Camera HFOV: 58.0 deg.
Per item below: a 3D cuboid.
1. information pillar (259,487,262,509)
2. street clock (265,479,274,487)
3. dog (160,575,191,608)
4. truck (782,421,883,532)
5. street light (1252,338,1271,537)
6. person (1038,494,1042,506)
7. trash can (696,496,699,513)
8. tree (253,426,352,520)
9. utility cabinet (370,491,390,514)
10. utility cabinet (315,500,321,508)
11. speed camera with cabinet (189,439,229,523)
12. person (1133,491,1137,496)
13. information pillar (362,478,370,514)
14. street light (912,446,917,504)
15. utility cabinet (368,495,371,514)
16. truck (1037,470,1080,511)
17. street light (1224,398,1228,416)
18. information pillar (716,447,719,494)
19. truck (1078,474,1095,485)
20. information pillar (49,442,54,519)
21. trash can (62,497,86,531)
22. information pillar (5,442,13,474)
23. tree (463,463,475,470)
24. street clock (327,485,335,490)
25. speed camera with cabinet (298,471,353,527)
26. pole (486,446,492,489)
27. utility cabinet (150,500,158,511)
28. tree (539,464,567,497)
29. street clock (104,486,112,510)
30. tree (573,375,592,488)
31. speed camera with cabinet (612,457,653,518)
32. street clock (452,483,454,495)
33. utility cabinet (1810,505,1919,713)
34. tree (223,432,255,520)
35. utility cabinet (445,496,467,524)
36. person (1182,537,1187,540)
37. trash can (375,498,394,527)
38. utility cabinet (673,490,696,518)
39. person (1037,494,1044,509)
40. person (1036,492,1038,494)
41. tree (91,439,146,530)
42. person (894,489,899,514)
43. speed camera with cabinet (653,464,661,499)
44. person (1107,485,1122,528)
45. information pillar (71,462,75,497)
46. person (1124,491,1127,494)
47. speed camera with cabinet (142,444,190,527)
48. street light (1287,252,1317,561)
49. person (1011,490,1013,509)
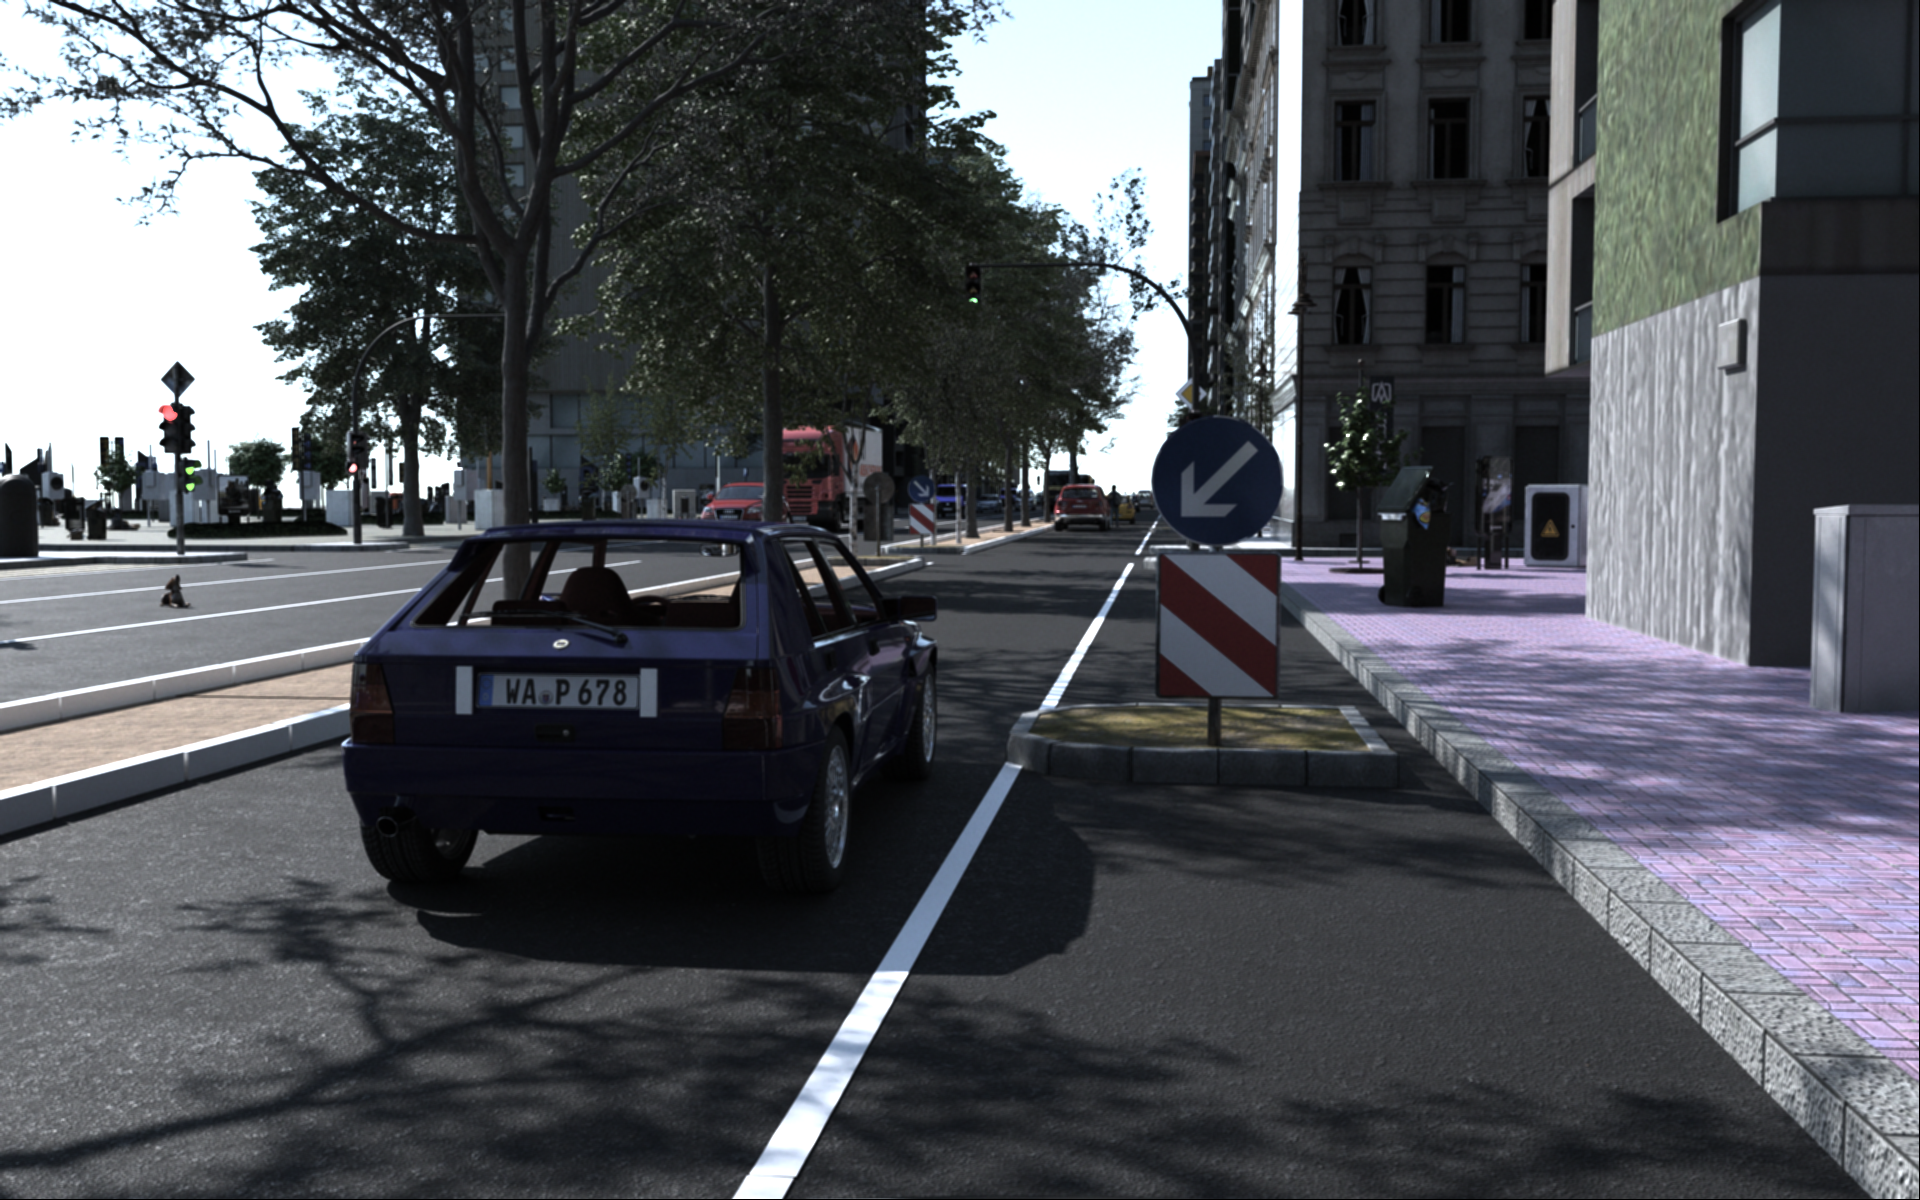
[{"bbox_3d":[-46.168,-7.518,114.279,0.183,3.616,0.504,-2,4,-31],"label":"information pillar"},{"bbox_3d":[-33.691,-4.891,84.540,0.358,2.002,0.471,0,4,3],"label":"street clock"},{"bbox_3d":[-9.976,-0.119,22.140,0.550,0.427,0.748,0,4,5],"label":"dog"},{"bbox_3d":[-5.232,-4.855,68.287,2.839,4.237,11.283,0,4,8],"label":"truck"},{"bbox_3d":[8.921,-4.806,51.360,0.468,5.910,1.993,0,4,7],"label":"street light"},{"bbox_3d":[9.670,-11.953,207.157,0.991,1.433,0.599,-3,5,-40],"label":"person"},{"bbox_3d":[-18.199,-6.520,118.252,0.748,1.137,0.748,0,3,0],"label":"trash can"},{"bbox_3d":[-28.933,-5.798,78.509,4.285,4.588,4.351,0,3,0],"label":"tree"},{"bbox_3d":[-36.944,-6.218,110.347,1.173,1.500,0.318,-1,4,-20],"label":"utility cabinet"},{"bbox_3d":[-40.709,-6.183,109.772,0.318,1.500,1.173,-1,4,-18],"label":"utility cabinet"},{"bbox_3d":[-27.388,-4.227,63.453,0.660,3.252,2.038,0,4,0],"label":"speed camera with cabinet"},{"bbox_3d":[22.940,-13.442,228.263,1.348,1.826,0.705,2,4,29],"label":"person"},{"bbox_3d":[-26.350,-4.425,76.836,0.304,2.012,0.304,-1,4,-20],"label":"information pillar"},{"bbox_3d":[-4.018,-11.060,153.626,0.468,5.910,1.993,0,4,7],"label":"street light"},{"bbox_3d":[-38.035,-6.165,111.951,0.306,1.237,1.020,0,4,3],"label":"utility cabinet"},{"bbox_3d":[8.237,-8.931,141.942,3.469,3.379,9.791,0,4,6],"label":"truck"},{"bbox_3d":[12.748,-6.756,83.245,0.468,5.910,1.993,0,4,7],"label":"street light"},{"bbox_3d":[-11.993,-5.771,85.714,0.183,3.616,0.504,0,4,2],"label":"information pillar"},{"bbox_3d":[11.625,-10.649,170.032,3.469,3.379,9.791,0,4,6],"label":"truck"},{"bbox_3d":[-40.604,-5.266,77.453,0.183,3.616,0.504,-1,4,-19],"label":"information pillar"},{"bbox_3d":[-30.632,-2.953,59.935,0.748,1.137,0.748,0,3,0],"label":"trash can"},{"bbox_3d":[-42.964,-5.316,78.275,0.183,3.616,0.504,0,4,-1],"label":"information pillar"},{"bbox_3d":[-30.148,-6.790,105.623,1.663,3.219,1.824,0,3,0],"label":"tree"},{"bbox_3d":[-41.410,-6.695,114.034,0.471,2.002,0.358,-2,4,-31],"label":"street clock"},{"bbox_3d":[-24.981,-4.526,68.336,2.038,3.252,0.660,0,4,2],"label":"speed camera with cabinet"},{"bbox_3d":[-19.906,-4.858,73.265,0.158,3.312,0.155,0,3,0],"label":"pole"},{"bbox_3d":[-44.580,-5.348,96.112,0.318,1.500,1.173,1,4,10],"label":"utility cabinet"},{"bbox_3d":[-25.769,-7.084,110.431,1.663,3.219,1.824,0,3,0],"label":"tree"},{"bbox_3d":[-45.290,-5.358,92.174,0.471,2.002,0.358,-3,5,-43],"label":"street clock"},{"bbox_3d":[-21.040,-9.290,102.258,4.737,8.622,4.395,0,3,0],"label":"tree"},{"bbox_3d":[-17.448,-5.964,91.839,0.660,3.252,2.038,3,5,42],"label":"speed camera with cabinet"},{"bbox_3d":[-33.419,-6.726,114.539,0.358,2.002,0.471,-2,4,-24],"label":"street clock"},{"bbox_3d":[5.628,0.048,10.382,1.020,1.237,0.306,-1,4,-14],"label":"utility cabinet"},{"bbox_3d":[-35.541,-6.367,87.814,4.285,4.588,4.351,0,3,0],"label":"tree"},{"bbox_3d":[-22.005,-3.942,75.617,0.306,1.237,1.020,2,4,30],"label":"utility cabinet"},{"bbox_3d":[7.306,-2.752,54.325,0.643,1.720,0.563,2,4,31],"label":"person"},{"bbox_3d":[-22.203,-3.376,66.843,0.748,1.137,0.748,0,3,0],"label":"trash can"},{"bbox_3d":[-14.551,-5.065,91.493,1.173,1.500,0.318,-2,4,-23],"label":"utility cabinet"},{"bbox_3d":[7.629,-9.235,162.673,0.628,1.438,0.799,2,4,24],"label":"person"},{"bbox_3d":[11.414,-15.121,256.173,0.568,1.767,0.683,-2,4,-33],"label":"person"},{"bbox_3d":[-29.891,-4.083,61.355,1.663,3.219,1.824,0,3,0],"label":"tree"},{"bbox_3d":[-4.469,-6.984,122.705,0.705,1.821,1.348,0,4,-3],"label":"person"},{"bbox_3d":[-19.933,-7.302,113.729,0.660,3.252,2.038,-1,4,-8],"label":"speed camera with cabinet"},{"bbox_3d":[6.348,-3.880,71.924,0.794,1.824,0.713,1,4,17],"label":"person"},{"bbox_3d":[-64.132,-8.188,125.229,0.183,3.616,0.504,-3,5,-44],"label":"information pillar"},{"bbox_3d":[22.014,-13.653,231.596,0.599,1.838,0.709,2,4,24],"label":"person"},{"bbox_3d":[-31.177,-4.532,68.440,2.038,3.252,0.660,0,4,1],"label":"speed camera with cabinet"},{"bbox_3d":[6.549,-3.700,33.280,0.468,5.910,1.993,0,4,7],"label":"street light"},{"bbox_3d":[4.885,-9.629,166.024,0.705,1.814,1.350,0,4,6],"label":"person"}]
